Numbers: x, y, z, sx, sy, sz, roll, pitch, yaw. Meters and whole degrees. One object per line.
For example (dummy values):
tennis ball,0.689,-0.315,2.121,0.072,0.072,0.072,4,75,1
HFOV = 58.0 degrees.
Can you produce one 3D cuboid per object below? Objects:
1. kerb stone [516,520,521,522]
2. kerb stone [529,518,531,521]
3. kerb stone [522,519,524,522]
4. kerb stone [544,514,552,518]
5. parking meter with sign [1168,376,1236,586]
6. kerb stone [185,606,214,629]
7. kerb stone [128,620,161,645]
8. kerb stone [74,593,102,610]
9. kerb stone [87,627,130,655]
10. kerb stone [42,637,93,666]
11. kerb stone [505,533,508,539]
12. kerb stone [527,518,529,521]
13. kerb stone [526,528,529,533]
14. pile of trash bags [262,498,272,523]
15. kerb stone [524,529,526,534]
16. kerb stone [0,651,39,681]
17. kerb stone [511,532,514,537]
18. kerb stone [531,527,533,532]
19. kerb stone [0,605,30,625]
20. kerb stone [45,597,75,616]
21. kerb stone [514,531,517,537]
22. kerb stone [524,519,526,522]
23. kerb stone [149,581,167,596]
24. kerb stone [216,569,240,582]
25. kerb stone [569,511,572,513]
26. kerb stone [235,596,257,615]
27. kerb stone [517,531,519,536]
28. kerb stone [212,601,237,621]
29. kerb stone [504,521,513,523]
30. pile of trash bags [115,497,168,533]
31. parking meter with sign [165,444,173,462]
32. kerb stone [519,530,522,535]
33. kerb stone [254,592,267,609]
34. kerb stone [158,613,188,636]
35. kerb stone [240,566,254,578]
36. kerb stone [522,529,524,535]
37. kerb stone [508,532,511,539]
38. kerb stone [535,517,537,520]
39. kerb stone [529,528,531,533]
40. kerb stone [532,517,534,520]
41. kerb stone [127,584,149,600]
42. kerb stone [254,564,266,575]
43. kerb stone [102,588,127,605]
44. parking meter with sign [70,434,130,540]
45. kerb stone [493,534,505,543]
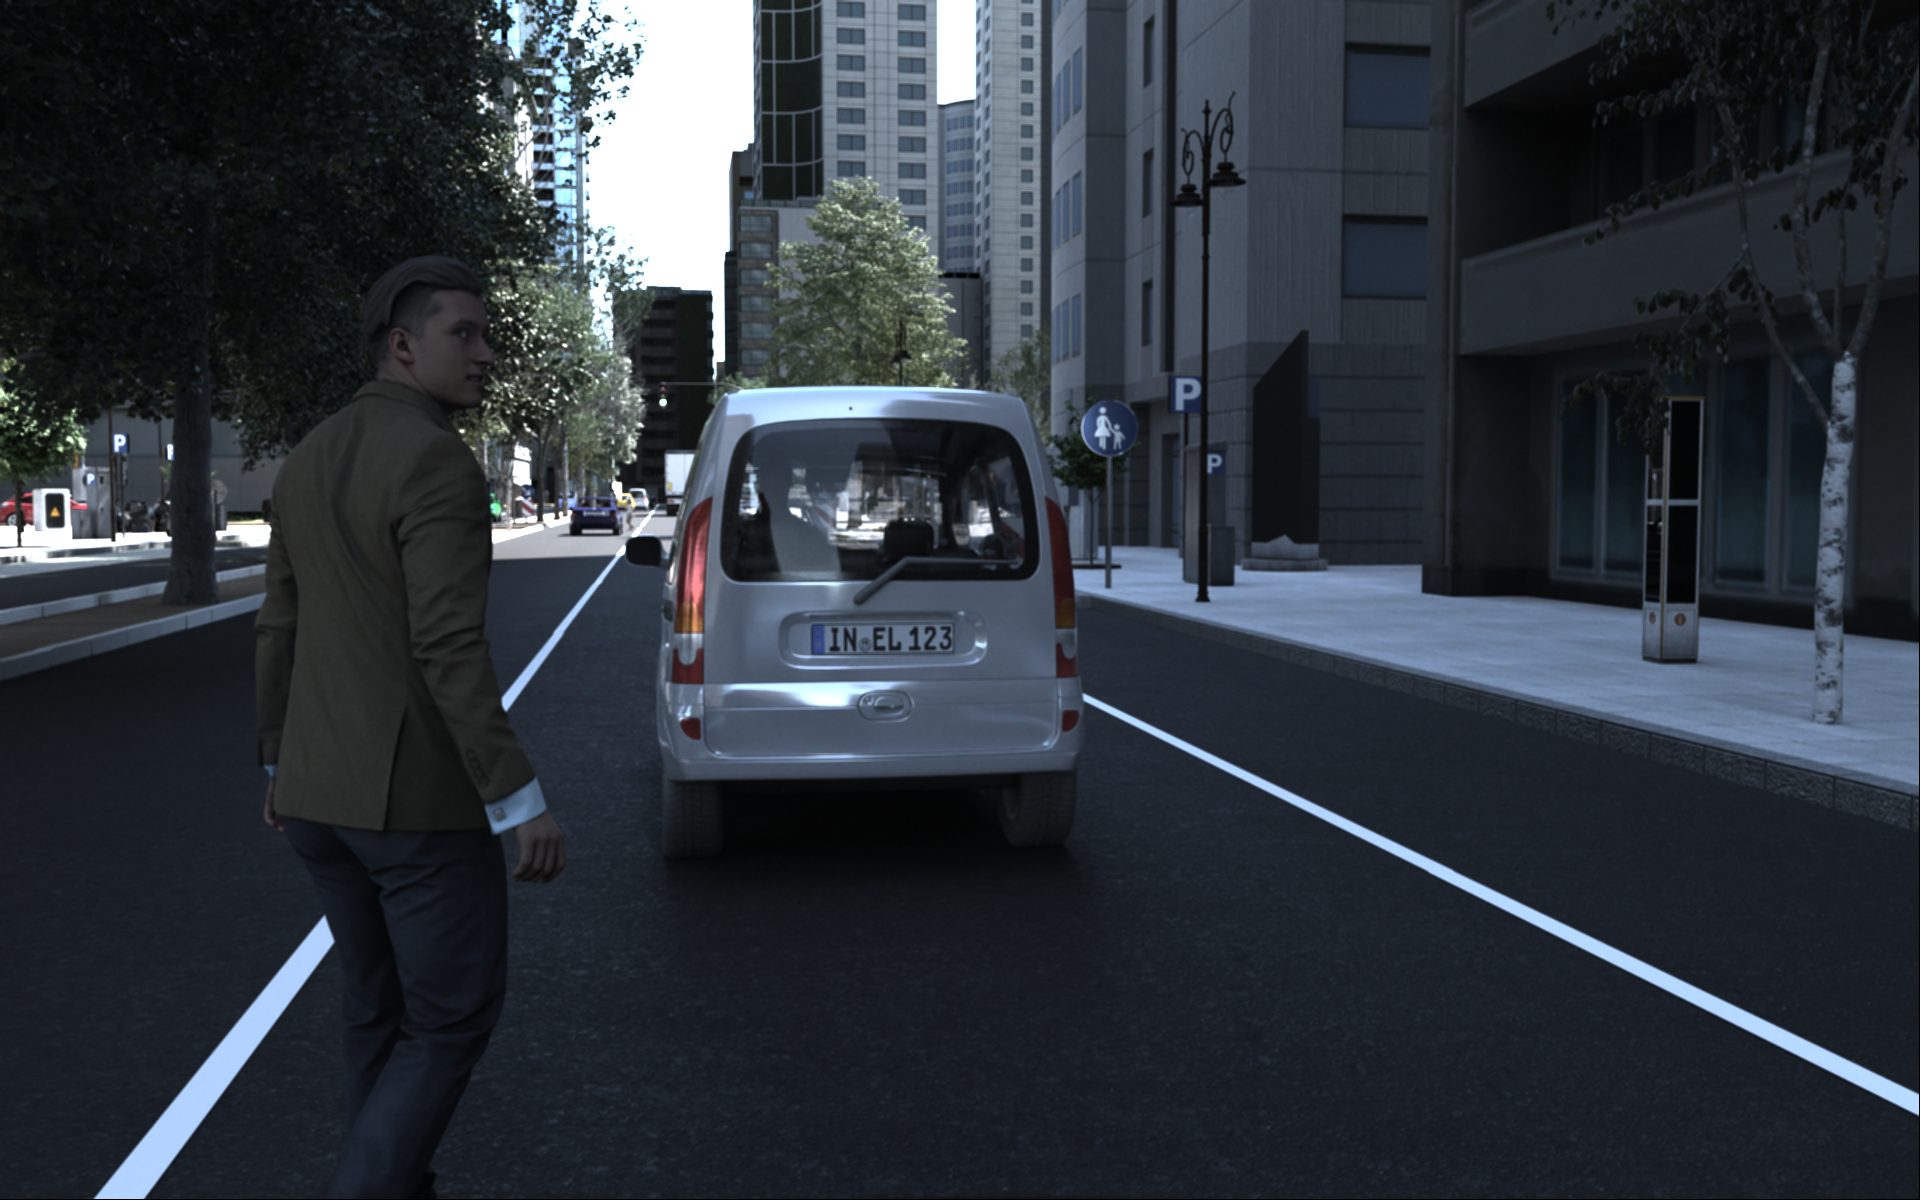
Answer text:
kerb stone,-21.480,-3.765,83.759,0.120,0.150,1.000,-1,4,-10
kerb stone,-22.504,-4.137,89.835,0.120,0.150,1.000,-1,4,-10
kerb stone,-21.821,-3.889,85.784,0.120,0.150,1.000,-1,4,-10
kerb stone,-25.254,-5.126,106.013,0.120,0.150,1.000,-1,4,-10
parking meter with sign,3.509,-1.748,24.838,0.543,3.016,1.738,-1,4,-11
kerb stone,-8.349,0.203,18.874,0.120,0.150,1.000,-1,4,-10
kerb stone,-8.013,0.326,16.857,0.120,0.150,1.000,-1,4,-10
kerb stone,-10.947,0.038,21.573,0.120,0.150,1.000,-1,4,-10
kerb stone,-7.840,0.388,15.849,0.120,0.150,1.000,-1,4,-10
kerb stone,-7.671,0.451,14.826,0.120,0.150,1.000,-1,4,-10
kerb stone,-14.360,-1.963,54.297,0.120,0.150,1.000,-1,4,-10
kerb stone,-22.330,-4.075,88.823,0.120,0.150,1.000,-1,4,-10
kerb stone,-15.729,-2.458,62.399,0.120,0.150,1.000,-1,4,-10
pile of trash bags,-30.833,-4.239,79.058,1.912,1.369,3.447,-1,4,-20
kerb stone,-15.563,-2.392,61.388,0.120,0.150,1.000,-1,4,-10
kerb stone,-7.498,0.521,13.817,0.120,0.150,1.000,-1,4,-10
kerb stone,-14.699,-2.082,56.320,0.120,0.150,1.000,-1,4,-10
kerb stone,-16.069,-2.582,64.415,0.120,0.150,1.000,-1,4,-10
kerb stone,-10.606,0.162,19.556,0.120,0.150,1.000,-1,4,-10
kerb stone,-10.770,0.104,20.567,0.120,0.150,1.000,-1,4,-10
kerb stone,-14.873,-2.150,57.340,0.120,0.150,1.000,-1,4,-10
kerb stone,-21.989,-3.951,86.793,0.120,0.150,1.000,-1,4,-10
kerb stone,-11.462,-0.147,24.604,0.120,0.150,1.000,-1,4,-10
kerb stone,-12.142,-0.395,28.657,0.120,0.150,1.000,-1,4,-10
kerb stone,-30.047,-6.858,134.318,0.120,0.150,1.000,-1,4,-10
kerb stone,-8.696,0.082,20.897,0.120,0.150,1.000,-1,4,-10
kerb stone,-15.045,-2.211,58.348,0.120,0.150,1.000,-1,4,-10
kerb stone,-8.519,0.142,19.881,0.120,0.150,1.000,-1,4,-10
kerb stone,-20.788,-3.518,79.713,0.120,0.150,1.000,-1,4,-10
pile of trash bags,-26.889,-2.941,57.846,1.912,1.369,3.447,1,4,18
parking meter with sign,-26.881,-3.949,60.830,1.738,3.016,0.543,0,4,-6
kerb stone,-15.202,-2.273,59.357,0.120,0.150,1.000,-1,4,-10
kerb stone,-8.869,0.018,21.907,0.120,0.150,1.000,-1,4,-10
kerb stone,-8.187,0.270,17.865,0.120,0.150,1.000,-1,4,-10
kerb stone,-12.316,-0.457,29.674,0.120,0.150,1.000,-1,4,-10
kerb stone,-15.391,-2.335,60.369,0.120,0.150,1.000,-1,4,-10
kerb stone,-14.527,-2.025,55.311,0.120,0.150,1.000,-1,4,-10
kerb stone,-23.189,-4.383,93.875,0.120,0.150,1.000,-1,4,-10
kerb stone,-15.901,-2.521,63.407,0.120,0.150,1.000,-1,4,-10
kerb stone,-22.847,-4.259,91.854,0.120,0.150,1.000,-1,4,-10
kerb stone,-11.290,-0.083,23.595,0.120,0.150,1.000,-1,4,-10
kerb stone,-12.491,-0.519,30.689,0.120,0.150,1.000,-1,4,-10
kerb stone,-11.110,-0.023,22.582,0.120,0.150,1.000,-1,4,-10
parking meter with sign,-24.489,-3.243,49.285,0.543,3.016,1.738,1,4,19
kerb stone,-14.181,-1.898,53.289,0.120,0.150,1.000,-1,4,-10
